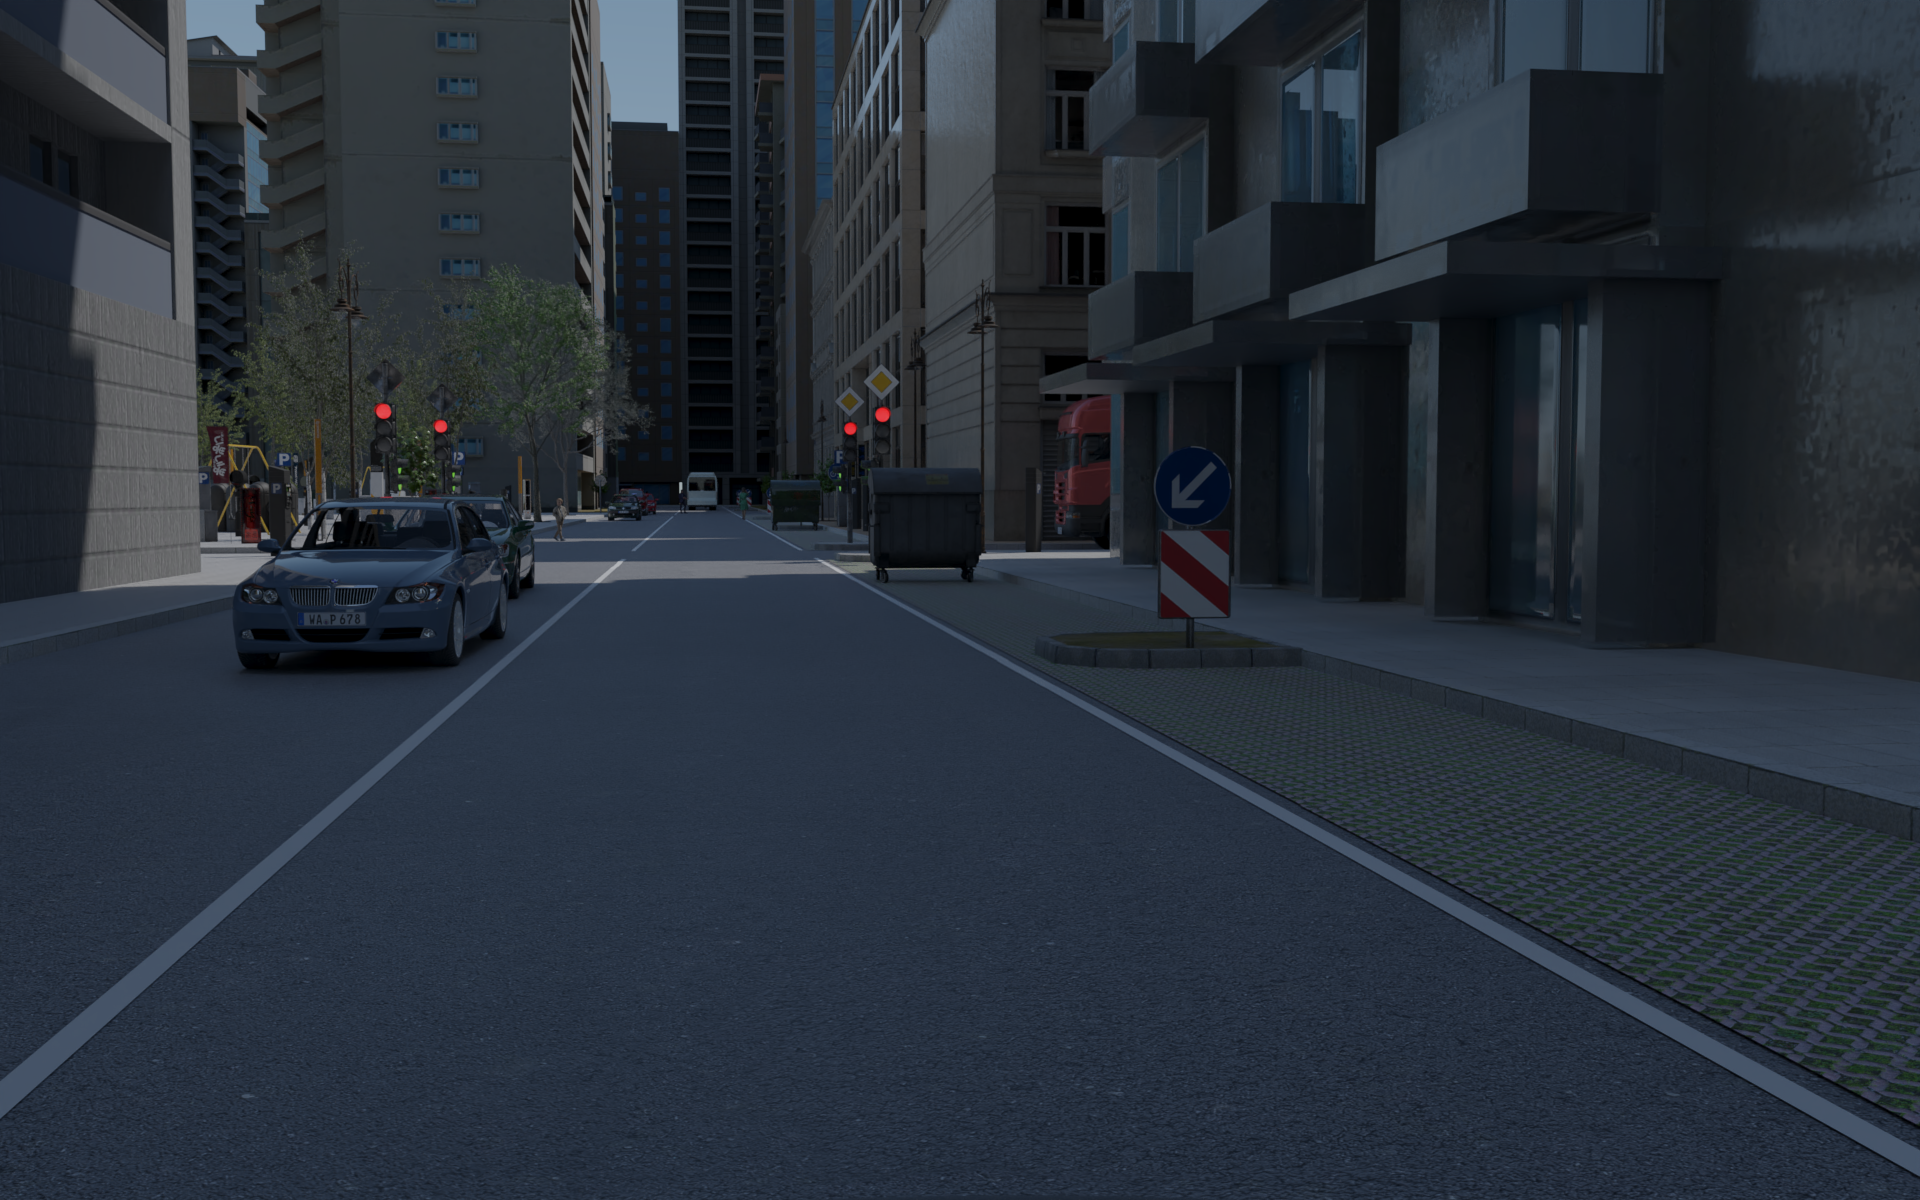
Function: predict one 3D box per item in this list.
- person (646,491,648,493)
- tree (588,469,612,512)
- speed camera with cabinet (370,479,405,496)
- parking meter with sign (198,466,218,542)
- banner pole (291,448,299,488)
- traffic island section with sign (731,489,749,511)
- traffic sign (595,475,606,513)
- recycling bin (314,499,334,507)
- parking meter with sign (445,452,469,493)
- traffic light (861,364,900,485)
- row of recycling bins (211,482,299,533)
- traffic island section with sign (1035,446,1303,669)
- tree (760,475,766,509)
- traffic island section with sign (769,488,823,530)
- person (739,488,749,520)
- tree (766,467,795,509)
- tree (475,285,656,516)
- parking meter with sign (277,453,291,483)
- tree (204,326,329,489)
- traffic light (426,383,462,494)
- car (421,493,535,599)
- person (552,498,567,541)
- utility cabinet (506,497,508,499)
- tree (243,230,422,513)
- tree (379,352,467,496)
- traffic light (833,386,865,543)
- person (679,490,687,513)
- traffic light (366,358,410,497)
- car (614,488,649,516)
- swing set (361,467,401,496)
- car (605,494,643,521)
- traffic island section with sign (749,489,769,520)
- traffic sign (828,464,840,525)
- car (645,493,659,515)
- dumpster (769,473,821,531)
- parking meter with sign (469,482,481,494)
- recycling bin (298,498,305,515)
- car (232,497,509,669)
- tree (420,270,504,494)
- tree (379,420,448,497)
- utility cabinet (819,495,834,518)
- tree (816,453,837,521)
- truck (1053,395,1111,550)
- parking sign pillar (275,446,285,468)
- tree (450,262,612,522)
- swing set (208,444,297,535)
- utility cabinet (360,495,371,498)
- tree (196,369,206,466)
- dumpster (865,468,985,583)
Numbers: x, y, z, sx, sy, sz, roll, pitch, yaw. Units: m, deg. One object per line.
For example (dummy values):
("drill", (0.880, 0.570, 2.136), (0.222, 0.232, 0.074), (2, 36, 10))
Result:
("person", (-31.621, -10.177, 175.583), (0.721, 1.739, 1.217), (1, 4, 11))
("tree", (-25.645, -7.934, 124.318), (1.663, 3.219, 1.824), (0, 3, 0))
("speed camera with cabinet", (-33.707, -6.586, 102.011), (2.038, 3.252, 0.660), (1, 4, 17))
("parking meter with sign", (-20.684, -3.102, 46.972), (1.738, 3.016, 0.543), (3, 5, 43))
("banner pole", (-35.644, -6.286, 92.786), (0.401, 3.779, 0.863), (1, 4, 9))
("traffic island section with sign", (-18.046, -8.408, 146.105), (1.989, 1.847, 2.006), (-1, 4, -9))
("traffic sign", (-23.994, -7.061, 115.545), (0.768, 2.556, 0.104), (0, 4, 1))
("recycling bin", (-32.340, -4.617, 88.039), (0.722, 1.027, 0.722), (3, 4, 37))
("parking meter with sign", (-20.620, -4.529, 70.309), (0.543, 3.016, 1.738), (0, 4, 4))
("traffic light", (-1.716, -2.967, 37.438), (0.839, 4.253, 0.868), (-1, 4, -9))
("row of recycling bins", (-23.821, -3.131, 58.302), (3.534, 1.692, 1.069), (1, 4, 19))
("traffic island section with sign", (1.712, -0.395, 15.094), (1.989, 1.847, 2.006), (-1, 4, -9))
("tree", (-16.597, -9.503, 149.972), (1.663, 3.219, 1.824), (0, 3, 0))
("traffic island section with sign", (-6.582, -3.761, 70.123), (1.989, 1.847, 2.006), (-1, 4, -9))
("person", (-12.059, -5.369, 96.530), (0.600, 1.795, 0.529), (0, 4, 0))
("tree", (-12.289, -7.797, 122.076), (1.663, 3.219, 1.824), (0, 3, 0))
("tree", (-23.571, -11.769, 102.800), (12.009, 13.543, 11.850), (0, 3, 0))
("parking meter with sign", (-28.355, -4.677, 72.732), (0.543, 3.016, 1.738), (-1, 4, -21))
("tree", (-30.171, -7.737, 76.856), (4.737, 8.622, 4.395), (0, 3, 0))
("traffic light", (-13.051, -3.356, 43.794), (0.839, 4.253, 0.868), (-1, 4, -9))
("car", (-7.186, -0.807, 24.994), (2.131, 1.459, 4.920), (-1, 4, -10))
("person", (-12.203, -2.451, 52.852), (0.640, 1.303, 0.475), (3, 4, 36))
("utility cabinet", (-14.883, -2.723, 55.686), (0.306, 1.237, 1.020), (1, 4, 12))
("tree", (-17.967, -6.056, 49.377), (4.360, 8.622, 3.978), (0, 3, 0))
("tree", (-27.988, -8.525, 89.751), (4.737, 8.622, 4.395), (0, 3, 0))
("traffic light", (-2.906, -3.450, 45.334), (0.839, 4.253, 0.868), (-1, 4, -9))
("person", (-20.383, -7.264, 127.712), (0.568, 1.767, 0.683), (3, 4, 38))
("traffic light", (-11.860, -2.873, 35.898), (0.839, 4.253, 0.868), (-1, 4, -9))
("car", (-21.772, -6.498, 114.915), (2.281, 1.827, 5.304), (-1, 4, -8))
("swing set", (-32.818, -6.214, 99.215), (3.119, 2.851, 2.862), (1, 4, 22))
("car", (-18.158, -5.139, 93.804), (2.009, 1.686, 4.222), (-1, 4, -9))
("traffic island section with sign", (-10.602, -5.391, 96.778), (1.989, 1.847, 2.006), (-1, 4, -9))
("traffic sign", (-5.016, -4.334, 70.966), (0.768, 2.556, 0.104), (0, 4, -3))
("car", (-22.258, -6.888, 121.664), (2.155, 1.783, 4.494), (-1, 4, -10))
("dumpster", (-6.440, -3.828, 67.536), (1.985, 2.255, 1.502), (-1, 4, -10))
("parking meter with sign", (-31.228, -7.048, 111.495), (1.738, 3.016, 0.543), (-2, 4, -33))
("recycling bin", (-40.558, -5.733, 106.284), (0.722, 1.027, 0.722), (-1, 4, -14))
("car", (-5.220, -0.233, 15.810), (2.014, 1.417, 4.499), (0, 4, -7))
("tree", (-16.883, -6.526, 57.066), (4.360, 8.622, 3.978), (0, 3, 0))
("tree", (-14.246, -3.114, 45.515), (1.663, 3.219, 1.824), (0, 3, 0))
("utility cabinet", (-7.325, -5.047, 93.687), (1.020, 1.237, 0.306), (-2, 4, -31))
("tree", (-6.084, -5.313, 81.463), (1.663, 3.219, 1.824), (0, 3, 0))
("truck", (7.385, -3.328, 43.332), (11.283, 4.237, 2.839), (0, 4, -7))
("parking sign pillar", (-38.169, -6.650, 97.198), (1.447, 3.967, 1.447), (-1, 4, -12))
("tree", (-19.441, -9.355, 78.711), (9.928, 11.665, 9.643), (0, 3, 0))
("swing set", (-23.035, -3.527, 55.282), (2.862, 2.851, 3.119), (0, 4, -2))
("utility cabinet", (-26.220, -4.043, 77.266), (1.020, 1.237, 0.306), (1, 4, 9))
("tree", (-43.189, -9.092, 99.013), (4.737, 8.622, 4.395), (0, 3, 0))
("dumpster", (-0.588, -1.227, 28.272), (1.865, 1.857, 1.264), (0, 4, -8))
